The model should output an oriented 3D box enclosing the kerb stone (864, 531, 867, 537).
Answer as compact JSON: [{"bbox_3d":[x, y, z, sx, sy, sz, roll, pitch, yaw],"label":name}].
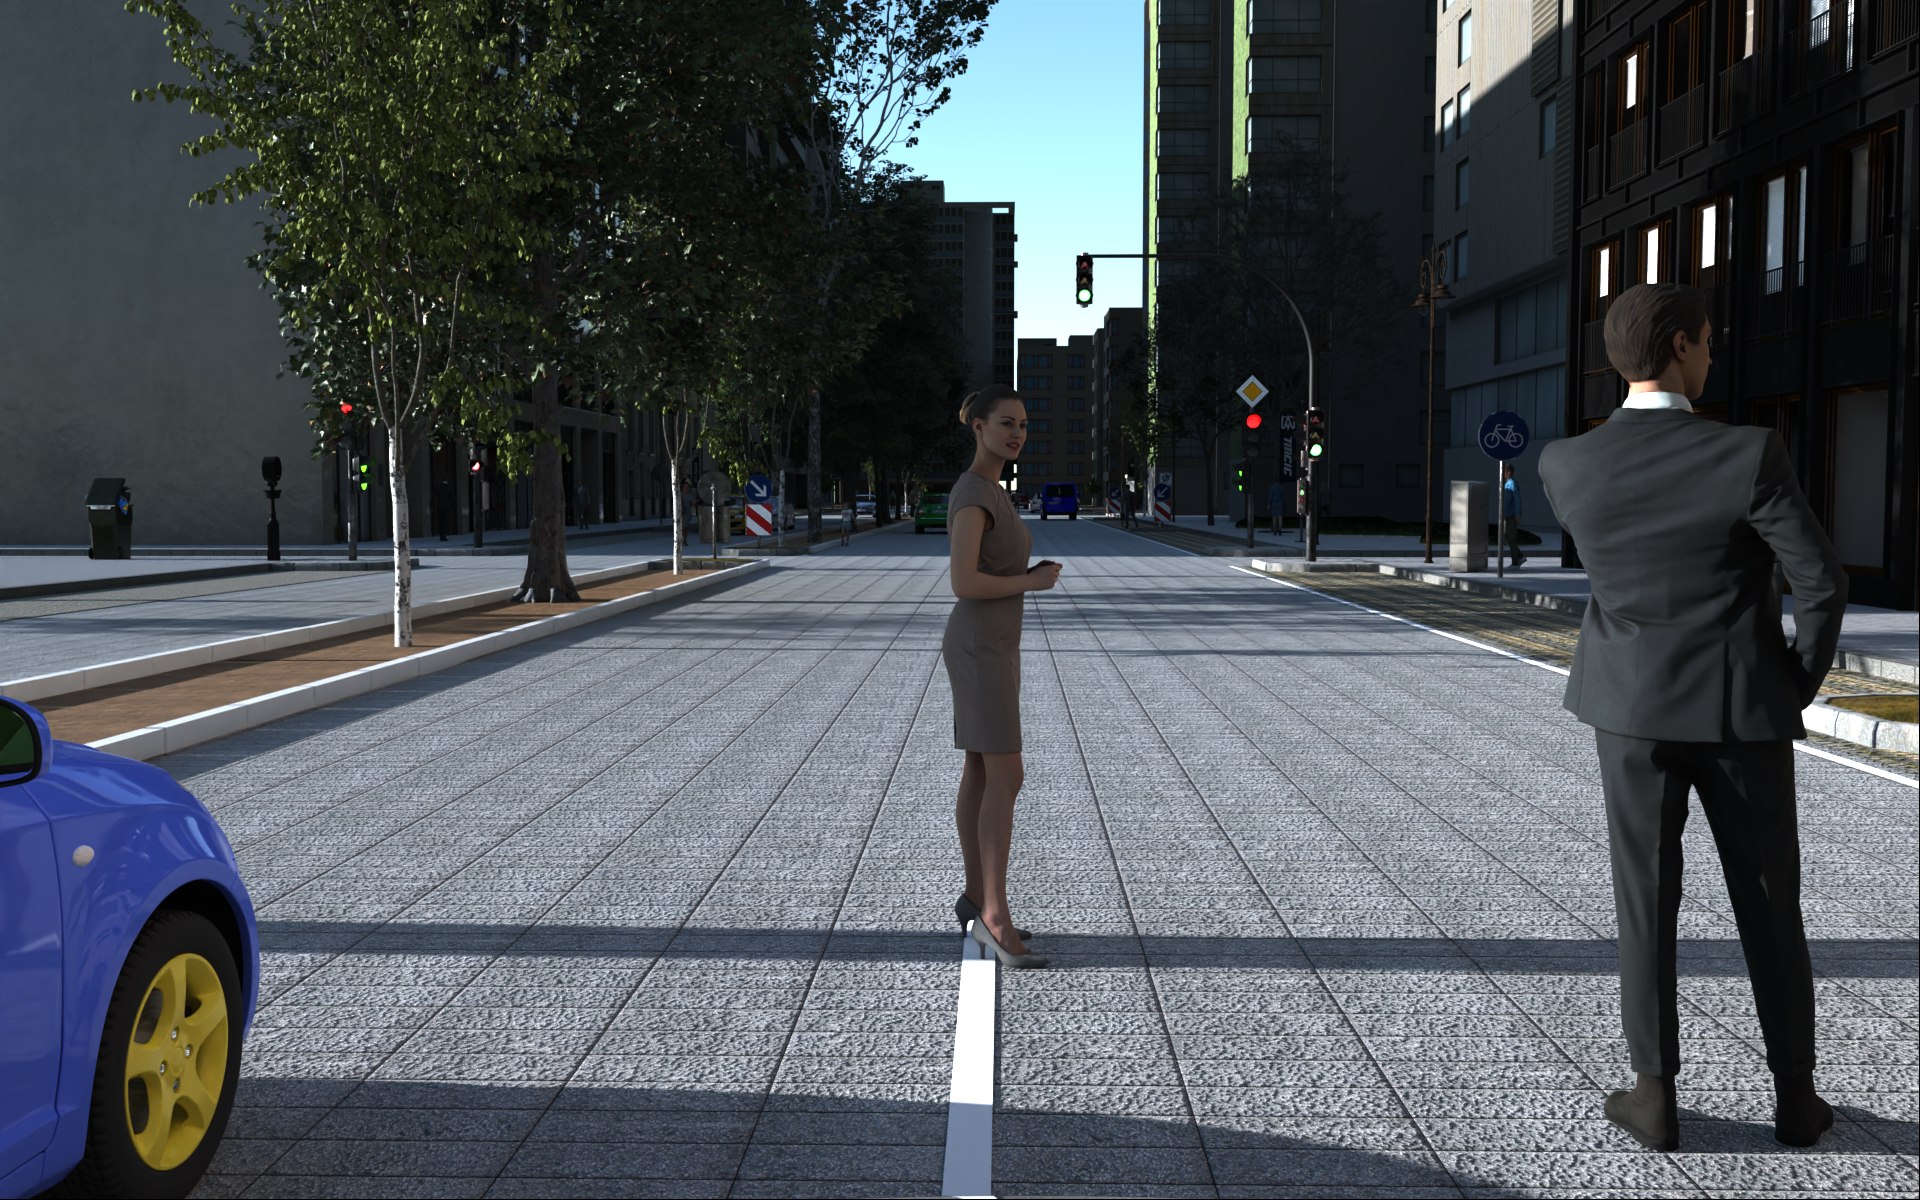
[{"bbox_3d":[-3.230,-2.105,56.618,0.120,0.150,1.000,0,4,1],"label":"kerb stone"}]

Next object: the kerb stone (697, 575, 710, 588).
[{"bbox_3d":[-3.995,-0.257,26.397,0.120,0.150,1.000,0,4,1],"label":"kerb stone"}]

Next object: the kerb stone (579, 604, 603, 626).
[{"bbox_3d":[-4.175,0.185,19.236,0.120,0.150,1.000,0,4,1],"label":"kerb stone"}]

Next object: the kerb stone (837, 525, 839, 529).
[{"bbox_3d":[-5.017,-2.858,68.971,0.120,0.150,1.000,0,4,1],"label":"kerb stone"}]

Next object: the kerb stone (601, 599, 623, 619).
[{"bbox_3d":[-4.146,0.118,20.259,0.120,0.150,1.000,0,4,1],"label":"kerb stone"}]

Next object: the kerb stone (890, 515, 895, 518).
[{"bbox_3d":[-4.063,-5.181,106.896,0.120,0.150,1.000,0,4,1],"label":"kerb stone"}]

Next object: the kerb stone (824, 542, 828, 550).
[{"bbox_3d":[-3.541,-1.349,44.322,0.120,0.150,1.000,0,4,1],"label":"kerb stone"}]

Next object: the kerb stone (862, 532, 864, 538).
[{"bbox_3d":[-3.256,-2.039,55.579,0.120,0.150,1.000,0,4,1],"label":"kerb stone"}]

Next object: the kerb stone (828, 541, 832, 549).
[{"bbox_3d":[-3.521,-1.416,45.344,0.120,0.150,1.000,0,4,1],"label":"kerb stone"}]

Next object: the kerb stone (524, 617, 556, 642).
[{"bbox_3d":[-4.228,0.307,17.182,0.120,0.150,1.000,0,4,1],"label":"kerb stone"}]

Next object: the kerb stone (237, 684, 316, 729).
[{"bbox_3d":[-4.381,0.682,11.044,0.120,0.150,1.000,0,4,1],"label":"kerb stone"}]

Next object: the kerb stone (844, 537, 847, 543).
[{"bbox_3d":[-3.411,-1.667,49.444,0.120,0.150,1.000,0,4,1],"label":"kerb stone"}]

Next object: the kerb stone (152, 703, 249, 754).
[{"bbox_3d":[-4.407,0.745,10.022,0.120,0.150,1.000,0,4,1],"label":"kerb stone"}]

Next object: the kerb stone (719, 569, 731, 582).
[{"bbox_3d":[-3.941,-0.382,28.444,0.120,0.150,1.000,0,4,1],"label":"kerb stone"}]

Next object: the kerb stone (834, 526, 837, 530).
[{"bbox_3d":[-5.042,-2.798,67.944,0.120,0.150,1.000,0,4,1],"label":"kerb stone"}]

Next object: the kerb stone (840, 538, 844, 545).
[{"bbox_3d":[-3.432,-1.601,48.422,0.120,0.150,1.000,0,4,1],"label":"kerb stone"}]

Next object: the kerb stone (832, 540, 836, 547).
[{"bbox_3d":[-3.491,-1.474,46.369,0.120,0.150,1.000,0,4,1],"label":"kerb stone"}]

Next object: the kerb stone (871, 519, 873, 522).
[{"bbox_3d":[-4.578,-3.928,86.410,0.120,0.150,1.000,0,4,1],"label":"kerb stone"}]

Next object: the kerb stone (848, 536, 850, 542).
[{"bbox_3d":[-3.386,-1.729,50.467,0.120,0.150,1.000,0,4,1],"label":"kerb stone"}]

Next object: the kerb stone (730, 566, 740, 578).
[{"bbox_3d":[-3.924,-0.443,29.466,0.120,0.150,1.000,0,4,1],"label":"kerb stone"}]

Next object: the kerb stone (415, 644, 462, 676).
[{"bbox_3d":[-4.293,0.494,14.115,0.120,0.150,1.000,0,4,1],"label":"kerb stone"}]

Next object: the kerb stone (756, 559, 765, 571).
[{"bbox_3d":[-3.837,-0.631,32.548,0.120,0.150,1.000,0,4,1],"label":"kerb stone"}]

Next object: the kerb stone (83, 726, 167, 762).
[{"bbox_3d":[-4.438,0.810,9.001,0.120,0.150,1.000,0,4,1],"label":"kerb stone"}]

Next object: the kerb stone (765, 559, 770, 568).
[{"bbox_3d":[-3.812,-0.696,33.580,0.120,0.150,1.000,0,4,1],"label":"kerb stone"}]

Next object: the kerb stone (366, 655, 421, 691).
[{"bbox_3d":[-4.324,0.557,13.093,0.120,0.150,1.000,0,4,1],"label":"kerb stone"}]

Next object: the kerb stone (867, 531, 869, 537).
[{"bbox_3d":[-3.206,-2.168,57.647,0.120,0.150,1.000,0,4,1],"label":"kerb stone"}]

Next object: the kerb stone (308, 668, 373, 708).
[{"bbox_3d":[-4.352,0.620,12.072,0.120,0.150,1.000,0,4,1],"label":"kerb stone"}]

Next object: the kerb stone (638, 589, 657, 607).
[{"bbox_3d":[-4.099,-0.006,22.307,0.120,0.150,1.000,0,4,1],"label":"kerb stone"}]

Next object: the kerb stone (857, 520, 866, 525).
[{"bbox_3d":[-4.686,-3.677,82.308,0.120,0.150,1.000,0,4,1],"label":"kerb stone"}]

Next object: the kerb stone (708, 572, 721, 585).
[{"bbox_3d":[-3.967,-0.320,27.422,0.120,0.150,1.000,0,4,1],"label":"kerb stone"}]

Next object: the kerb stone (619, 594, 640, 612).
[{"bbox_3d":[-4.129,0.056,21.286,0.120,0.150,1.000,0,4,1],"label":"kerb stone"}]

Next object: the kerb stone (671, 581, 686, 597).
[{"bbox_3d":[-4.047,-0.132,24.353,0.120,0.150,1.000,0,4,1],"label":"kerb stone"}]

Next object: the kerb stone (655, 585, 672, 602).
[{"bbox_3d":[-4.066,-0.069,23.329,0.120,0.150,1.000,0,4,1],"label":"kerb stone"}]

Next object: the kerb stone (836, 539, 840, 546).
[{"bbox_3d":[-3.463,-1.540,47.400,0.120,0.150,1.000,0,4,1],"label":"kerb stone"}]

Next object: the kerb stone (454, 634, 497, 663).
[{"bbox_3d":[-4.279,0.433,15.137,0.120,0.150,1.000,0,4,1],"label":"kerb stone"}]

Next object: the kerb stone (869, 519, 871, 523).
[{"bbox_3d":[-4.608,-3.865,85.387,0.120,0.150,1.000,0,4,1],"label":"kerb stone"}]

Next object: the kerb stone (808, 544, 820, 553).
[{"bbox_3d":[-3.593,-1.222,42.278,0.120,0.150,1.000,0,4,1],"label":"kerb stone"}]

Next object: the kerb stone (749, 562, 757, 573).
[{"bbox_3d":[-3.869,-0.568,31.519,0.120,0.150,1.000,0,4,1],"label":"kerb stone"}]

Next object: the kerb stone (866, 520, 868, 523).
[{"bbox_3d":[-4.654,-3.738,83.330,0.120,0.150,1.000,0,4,1],"label":"kerb stone"}]

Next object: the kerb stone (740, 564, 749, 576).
[{"bbox_3d":[-3.886,-0.501,30.488,0.120,0.150,1.000,0,4,1],"label":"kerb stone"}]

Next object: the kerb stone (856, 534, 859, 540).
[{"bbox_3d":[-3.299,-1.916,53.533,0.120,0.150,1.000,0,4,1],"label":"kerb stone"}]

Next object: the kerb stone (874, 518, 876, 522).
[{"bbox_3d":[-4.524,-4.053,88.464,0.120,0.150,1.000,0,4,1],"label":"kerb stone"}]

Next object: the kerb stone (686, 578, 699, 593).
[{"bbox_3d":[-4.015,-0.194,25.375,0.120,0.150,1.000,0,4,1],"label":"kerb stone"}]

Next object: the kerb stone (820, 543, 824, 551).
[{"bbox_3d":[-3.567,-1.291,43.300,0.120,0.150,1.000,0,4,1],"label":"kerb stone"}]

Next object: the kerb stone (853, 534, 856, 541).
[{"bbox_3d":[-3.337,-1.854,52.511,0.120,0.150,1.000,0,4,1],"label":"kerb stone"}]

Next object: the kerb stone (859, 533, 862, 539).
[{"bbox_3d":[-3.280,-1.979,54.555,0.120,0.150,1.000,0,4,1],"label":"kerb stone"}]

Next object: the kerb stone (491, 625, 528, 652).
[{"bbox_3d":[-4.252,0.371,16.158,0.120,0.150,1.000,0,4,1],"label":"kerb stone"}]

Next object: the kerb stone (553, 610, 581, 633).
[{"bbox_3d":[-4.199,0.244,18.213,0.120,0.150,1.000,0,4,1],"label":"kerb stone"}]

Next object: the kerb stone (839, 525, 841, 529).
[{"bbox_3d":[-4.998,-2.924,70.000,0.120,0.150,1.000,0,4,1],"label":"kerb stone"}]

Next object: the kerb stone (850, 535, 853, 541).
[{"bbox_3d":[-3.359,-1.792,51.489,0.120,0.150,1.000,0,4,1],"label":"kerb stone"}]
